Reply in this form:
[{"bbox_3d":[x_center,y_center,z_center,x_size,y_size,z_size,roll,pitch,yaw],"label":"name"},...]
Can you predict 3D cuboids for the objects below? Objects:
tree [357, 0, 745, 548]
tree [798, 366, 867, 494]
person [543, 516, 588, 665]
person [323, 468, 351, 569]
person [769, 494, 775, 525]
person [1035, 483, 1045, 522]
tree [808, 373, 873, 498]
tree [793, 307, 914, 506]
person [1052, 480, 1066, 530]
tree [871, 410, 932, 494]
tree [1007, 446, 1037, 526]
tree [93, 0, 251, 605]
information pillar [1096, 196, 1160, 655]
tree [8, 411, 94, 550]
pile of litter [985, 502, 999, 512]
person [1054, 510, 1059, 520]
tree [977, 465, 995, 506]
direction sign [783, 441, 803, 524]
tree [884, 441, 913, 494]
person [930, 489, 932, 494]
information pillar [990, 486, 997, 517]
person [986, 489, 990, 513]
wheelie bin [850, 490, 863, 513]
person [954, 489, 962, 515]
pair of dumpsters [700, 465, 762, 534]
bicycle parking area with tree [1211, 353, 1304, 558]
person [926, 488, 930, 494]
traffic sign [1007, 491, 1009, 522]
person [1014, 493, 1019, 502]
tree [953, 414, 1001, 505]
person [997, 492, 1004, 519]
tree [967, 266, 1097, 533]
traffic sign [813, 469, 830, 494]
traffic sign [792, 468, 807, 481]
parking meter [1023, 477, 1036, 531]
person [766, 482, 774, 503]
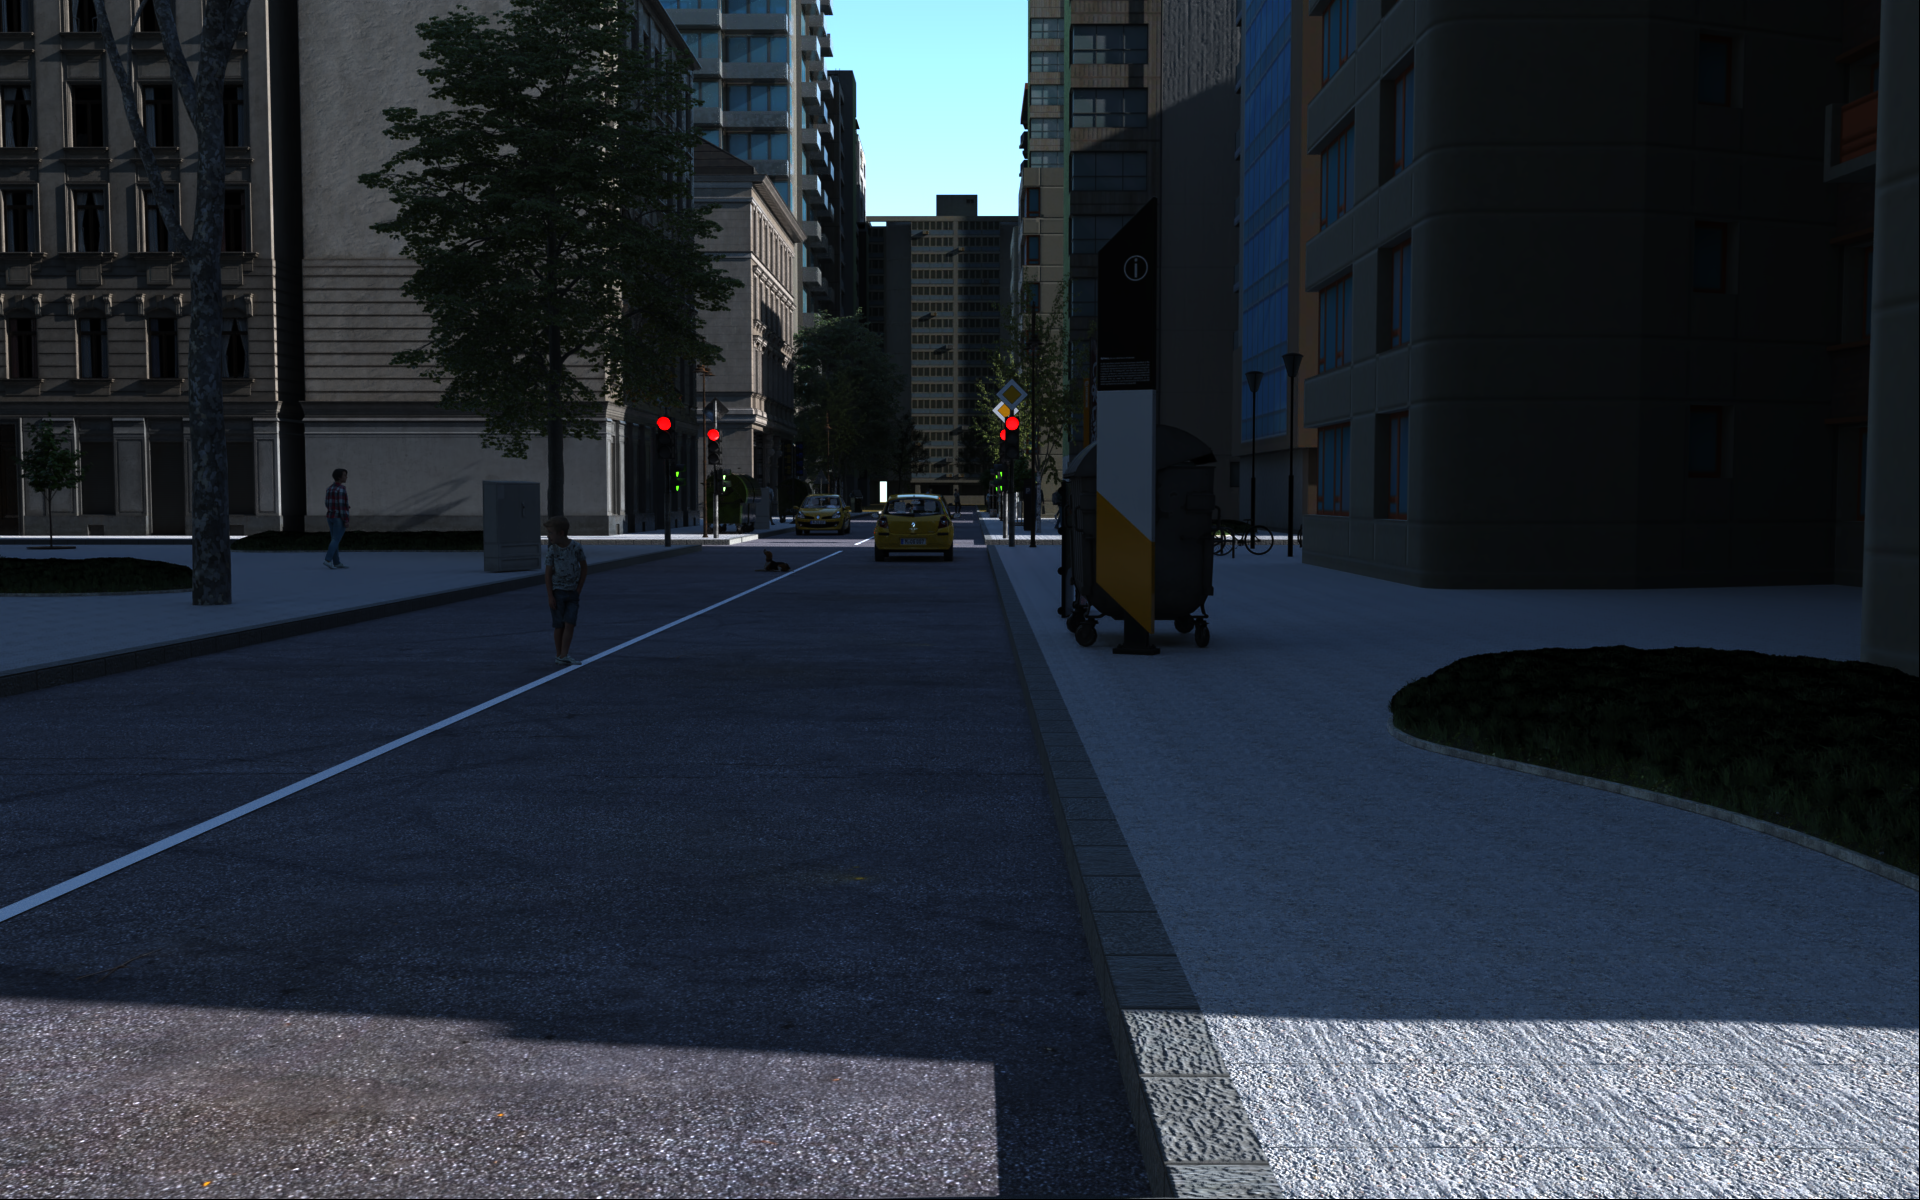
[{"bbox_3d":[-8.401,-7.214,36.079,7.486,12.596,7.792,0,3,0],"label":"tree"},{"bbox_3d":[-7.270,-9.164,100.187,4.737,8.622,4.395,0,3,0],"label":"tree"},{"bbox_3d":[-3.306,-0.083,14.538,0.332,1.250,0.352,1,4,19],"label":"person"},{"bbox_3d":[-10.726,-1.399,29.753,0.563,1.720,0.643,3,5,44],"label":"person"},{"bbox_3d":[-7.946,-3.750,71.621,0.475,1.303,0.640,3,5,44],"label":"person"},{"bbox_3d":[3.604,-4.484,79.345,0.794,1.824,0.713,0,4,0],"label":"person"},{"bbox_3d":[-7.279,-9.522,106.050,4.360,8.622,3.978,0,3,0],"label":"tree"},{"bbox_3d":[-8.022,-12.870,117.072,9.857,13.997,8.962,0,3,0],"label":"tree"},{"bbox_3d":[3.619,-3.362,61.354,0.721,1.781,0.623,0,4,6],"label":"person"},{"bbox_3d":[-6.499,-15.706,191.211,7.601,10.594,8.767,0,4,8],"label":"tree"},{"bbox_3d":[2.558,-4.927,75.156,1.663,3.219,1.824,0,3,0],"label":"tree"},{"bbox_3d":[-9.170,-10.096,20.956,12.611,20.169,13.585,0,3,0],"label":"tree"},{"bbox_3d":[1.343,-1.375,13.839,0.504,3.616,0.183,2,4,25],"label":"information pillar"},{"bbox_3d":[-21.182,-2.796,40.315,1.663,3.219,1.824,0,3,0],"label":"tree"},{"bbox_3d":[2.306,-6.618,122.175,1.176,0.858,1.719,0,4,-1],"label":"pile of litter"},{"bbox_3d":[5.088,-4.904,86.062,0.795,1.843,0.661,-3,4,-37],"label":"person"},{"bbox_3d":[3.495,-12.792,192.860,4.285,4.588,4.351,0,3,0],"label":"tree"},{"bbox_3d":[-7.178,-5.059,74.713,0.876,3.537,0.379,-1,4,-23],"label":"direction sign"},{"bbox_3d":[-6.783,-15.401,202.175,4.737,8.622,4.395,0,3,0],"label":"tree"},{"bbox_3d":[-1.521,-5.672,101.906,0.598,1.740,0.731,2,4,29],"label":"person"},{"bbox_3d":[1.839,-5.551,95.251,0.304,2.012,0.304,-3,4,-37],"label":"information pillar"},{"bbox_3d":[1.990,-6.566,115.200,0.589,1.601,0.330,2,4,35],"label":"person"},{"bbox_3d":[-7.232,-6.866,120.168,0.980,1.594,0.693,-3,4,-36],"label":"wheelie bin"},{"bbox_3d":[-0.155,-6.751,119.055,0.592,1.802,0.473,-2,4,-35],"label":"person"},{"bbox_3d":[-7.541,-3.335,57.024,1.574,2.255,4.437,0,4,0],"label":"pair of dumpsters"},{"bbox_3d":[6.979,-3.116,37.950,9.016,4.147,8.231,1,4,14],"label":"bicycle parking area with tree"},{"bbox_3d":[-2.011,-6.183,109.865,0.793,1.790,0.793,-1,4,-11],"label":"person"},{"bbox_3d":[2.118,-4.689,76.665,0.884,2.594,0.081,0,4,4],"label":"traffic sign"},{"bbox_3d":[2.889,-5.185,90.913,0.391,1.810,0.635,-1,4,-17],"label":"person"},{"bbox_3d":[2.659,-16.294,200.821,7.601,10.594,8.767,0,4,1],"label":"tree"},{"bbox_3d":[2.214,-5.067,89.067,0.466,1.800,0.511,3,5,44],"label":"person"},{"bbox_3d":[2.839,-6.515,56.887,4.737,8.622,4.395,0,3,0],"label":"tree"},{"bbox_3d":[-7.261,-5.540,90.583,0.884,2.594,0.081,0,4,6],"label":"traffic sign"},{"bbox_3d":[-7.512,-4.937,80.825,0.768,2.556,0.104,0,4,8],"label":"traffic sign"},{"bbox_3d":[2.425,-3.359,60.635,0.399,1.863,0.255,2,4,31],"label":"parking meter"},{"bbox_3d":[-9.233,-4.712,82.925,0.661,1.843,0.795,1,4,9],"label":"person"}]
